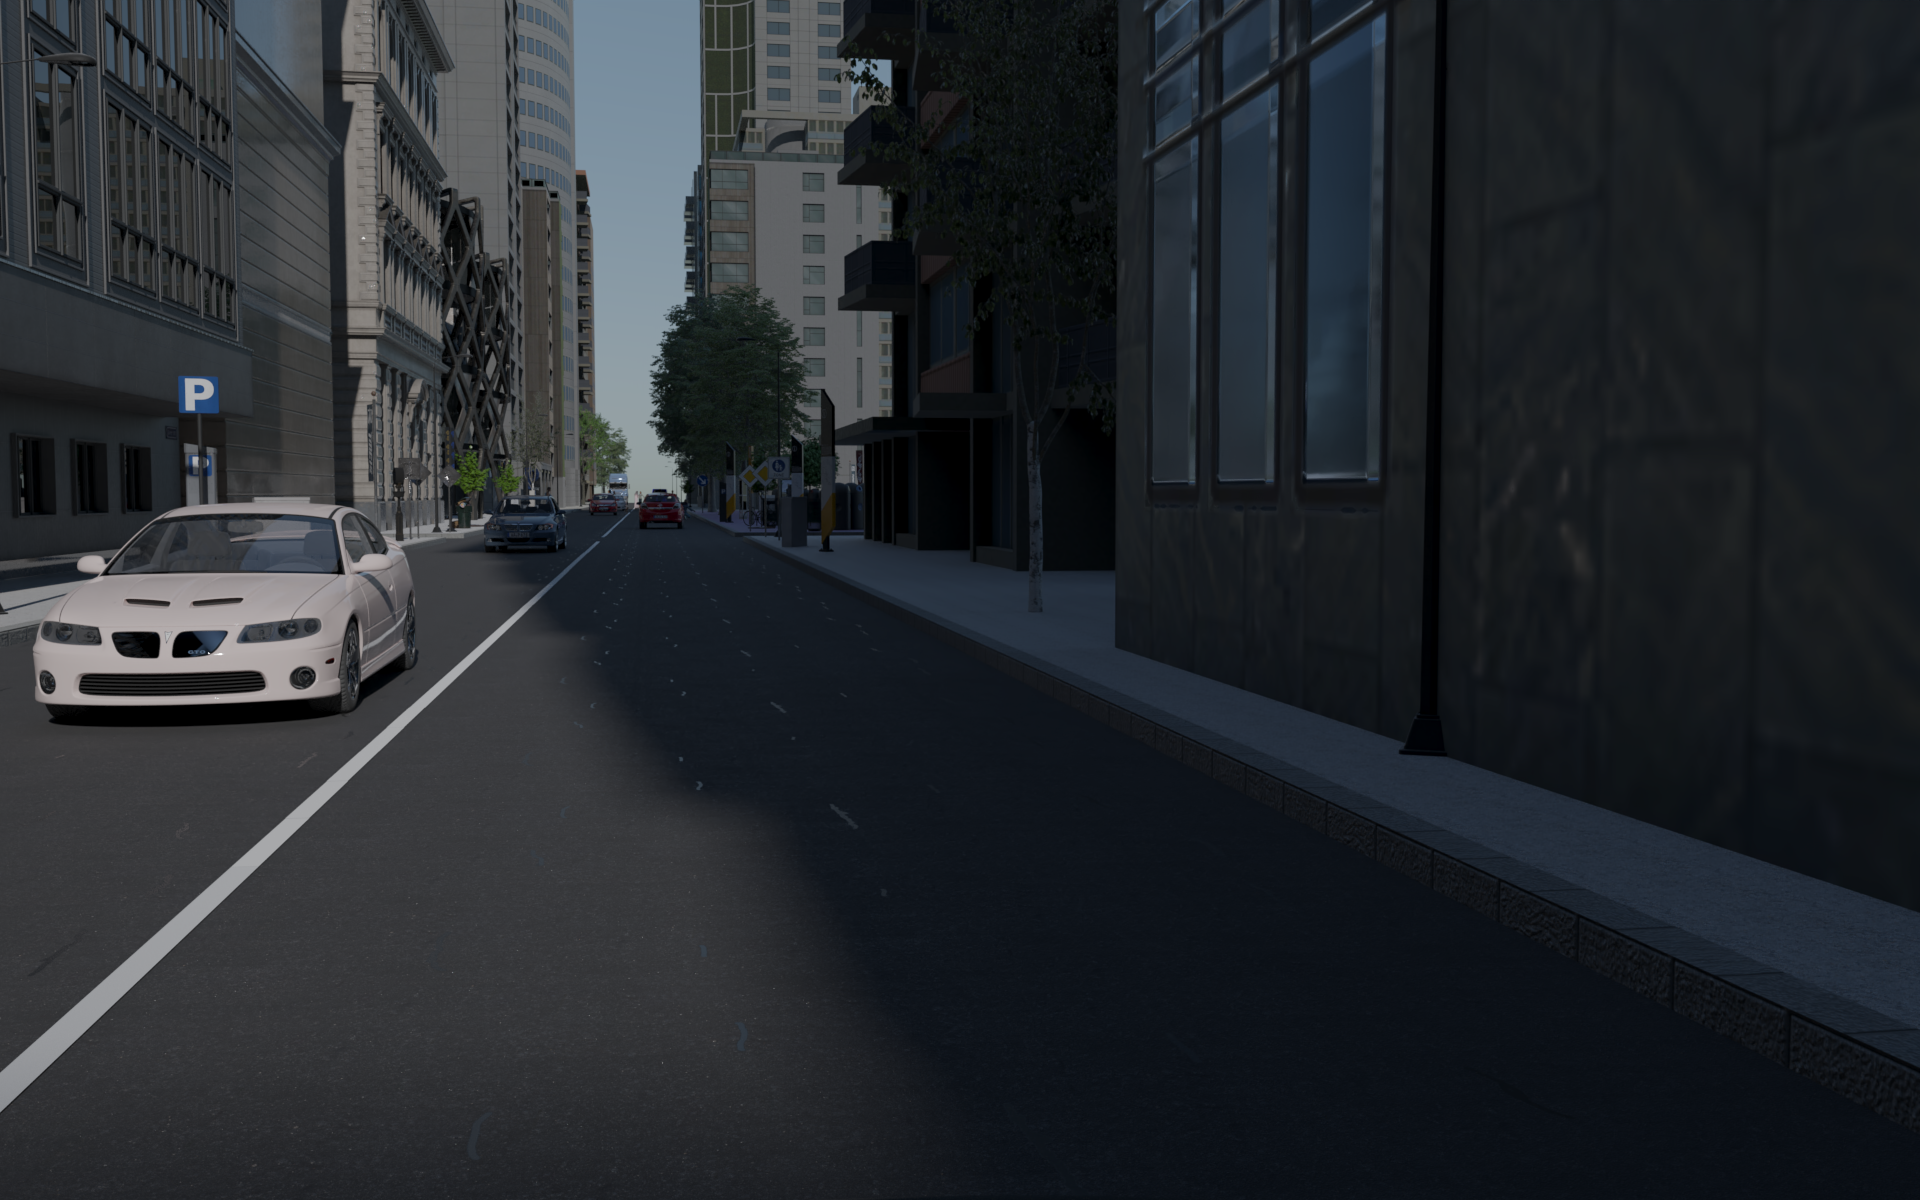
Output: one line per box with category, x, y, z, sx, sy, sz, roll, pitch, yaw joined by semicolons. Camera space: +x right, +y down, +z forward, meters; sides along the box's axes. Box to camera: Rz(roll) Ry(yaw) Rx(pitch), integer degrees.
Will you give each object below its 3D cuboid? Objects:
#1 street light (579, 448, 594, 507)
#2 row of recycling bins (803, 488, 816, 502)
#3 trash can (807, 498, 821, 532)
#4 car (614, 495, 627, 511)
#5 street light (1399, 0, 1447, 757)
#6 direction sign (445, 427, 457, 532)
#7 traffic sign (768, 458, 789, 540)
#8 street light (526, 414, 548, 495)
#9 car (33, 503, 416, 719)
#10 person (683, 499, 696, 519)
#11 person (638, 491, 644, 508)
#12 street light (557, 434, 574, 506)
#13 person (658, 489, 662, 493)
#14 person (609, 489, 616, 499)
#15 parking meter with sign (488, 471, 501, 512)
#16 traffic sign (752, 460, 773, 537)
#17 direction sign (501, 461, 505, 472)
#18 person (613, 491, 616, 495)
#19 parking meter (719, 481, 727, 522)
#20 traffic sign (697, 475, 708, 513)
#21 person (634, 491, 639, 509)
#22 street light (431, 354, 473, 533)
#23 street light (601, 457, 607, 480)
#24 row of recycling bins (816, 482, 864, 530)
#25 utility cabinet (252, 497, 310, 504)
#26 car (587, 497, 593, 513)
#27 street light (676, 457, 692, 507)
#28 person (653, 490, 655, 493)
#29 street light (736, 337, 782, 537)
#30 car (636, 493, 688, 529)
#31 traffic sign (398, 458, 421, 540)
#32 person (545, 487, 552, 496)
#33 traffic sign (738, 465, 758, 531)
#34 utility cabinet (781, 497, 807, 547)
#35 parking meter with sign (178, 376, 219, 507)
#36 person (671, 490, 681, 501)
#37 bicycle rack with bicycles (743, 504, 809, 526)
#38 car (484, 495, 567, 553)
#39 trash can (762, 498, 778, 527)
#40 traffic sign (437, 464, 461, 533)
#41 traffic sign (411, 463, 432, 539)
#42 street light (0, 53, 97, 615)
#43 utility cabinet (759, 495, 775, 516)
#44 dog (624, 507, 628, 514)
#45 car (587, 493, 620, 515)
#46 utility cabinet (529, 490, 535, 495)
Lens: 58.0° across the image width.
street light;-37.971;-12.435;175.859;1.470;5.913;1.316;-1;4;-10
row of recycling bins;-10.792;-7.132;123.714;3.534;1.692;1.069;2;4;28
trash can;-4.991;-2.922;59.431;0.748;1.137;0.748;0;3;0
car;-29.710;-8.366;149.146;2.083;1.381;4.827;-1;4;-9
street light;1.803;-2.190;8.340;1.470;5.913;1.316;-1;4;-10
direction sign;-17.302;-4.085;58.792;0.379;3.537;0.876;0;4;2
traffic sign;-4.994;-2.791;47.765;0.606;2.300;0.079;0;4;-3
street light;-24.616;-7.835;100.645;1.470;5.913;1.316;-1;4;-10
car;-5.147;-0.018;12.657;2.083;1.381;4.827;-1;4;-10
person;-15.633;-5.161;98.383;1.012;1.151;0.738;2;4;25
person;-34.089;-10.715;184.482;1.217;1.735;0.721;2;4;26
street light;-30.323;-9.804;132.838;1.470;5.913;1.316;-1;4;-10
person;-24.259;-8.072;140.114;1.348;1.869;0.705;0;4;2
person;-29.323;-8.348;145.005;1.348;1.822;0.705;-3;5;-44
parking meter with sign;-33.275;-7.848;124.579;0.543;3.016;1.738;-3;5;-41
traffic sign;-5.788;-2.927;51.496;0.795;2.450;0.064;-1;4;-10
direction sign;-30.876;-7.659;117.225;0.379;3.537;0.876;-2;4;-34
person;-31.689;-9.152;158.953;1.217;1.723;0.721;1;4;14
parking meter;-10.847;-4.517;79.559;0.399;1.863;0.255;0;4;-6
traffic sign;-17.282;-7.104;116.252;0.768;2.556;0.104;0;4;-7
person;-31.483;-9.755;168.660;0.551;1.740;0.621;3;5;39
street light;-16.850;-5.195;57.471;1.470;5.913;1.316;-1;4;-10
street light;-45.165;-14.897;216.106;1.470;5.913;1.316;-1;4;-10
row of recycling bins;-3.652;-3.397;62.649;1.069;1.692;3.534;2;4;31
utility cabinet;-13.176;-1.375;33.651;1.020;1.237;0.306;-2;4;-30
car;-28.001;-7.478;134.849;1.945;1.354;3.894;-1;4;-11
street light;-26.381;-11.810;165.630;1.470;5.913;1.316;-1;4;-10
person;-25.084;-8.147;142.227;1.217;1.766;0.721;-2;4;-26
street light;-5.917;-4.825;51.424;1.470;5.913;1.316;-1;4;-10
car;-12.508;-3.890;72.639;2.155;1.783;4.494;-1;4;-8
traffic sign;-15.465;-2.848;48.696;0.606;2.300;0.079;-1;4;-10
person;-21.691;-5.054;91.234;0.778;1.811;0.616;-1;4;-19
traffic sign;-7.195;-3.408;59.356;0.795;2.450;0.064;-1;4;-10
utility cabinet;-4.054;-1.907;42.337;0.306;1.237;1.020;1;4;16
parking meter with sign;-11.564;-1.848;26.468;0.543;3.016;1.738;-1;4;-21
person;-22.420;-7.707;135.226;1.217;1.735;0.721;-1;4;-18
bicycle rack with bicycles;-7.284;-3.441;69.640;2.925;0.926;2.852;-1;4;-20
car;-10.991;-1.956;43.983;2.014;1.417;4.499;-1;4;-8
trash can;-7.312;-3.365;66.677;0.748;1.137;0.748;0;3;0
traffic sign;-16.988;-3.302;57.630;0.795;2.450;0.064;-1;4;-10
traffic sign;-15.580;-2.821;49.769;0.795;2.450;0.064;-1;4;-10
street light;-9.798;-2.800;18.322;1.470;5.913;1.316;-1;4;-10
utility cabinet;-11.477;-5.608;102.856;0.306;1.237;1.020;3;5;44
dog;-23.739;-6.362;123.309;0.540;0.507;0.406;1;4;22
car;-24.165;-6.628;117.406;2.155;1.783;4.494;-1;4;-12
utility cabinet;-25.333;-5.743;102.570;0.318;1.500;1.173;-1;4;-12
